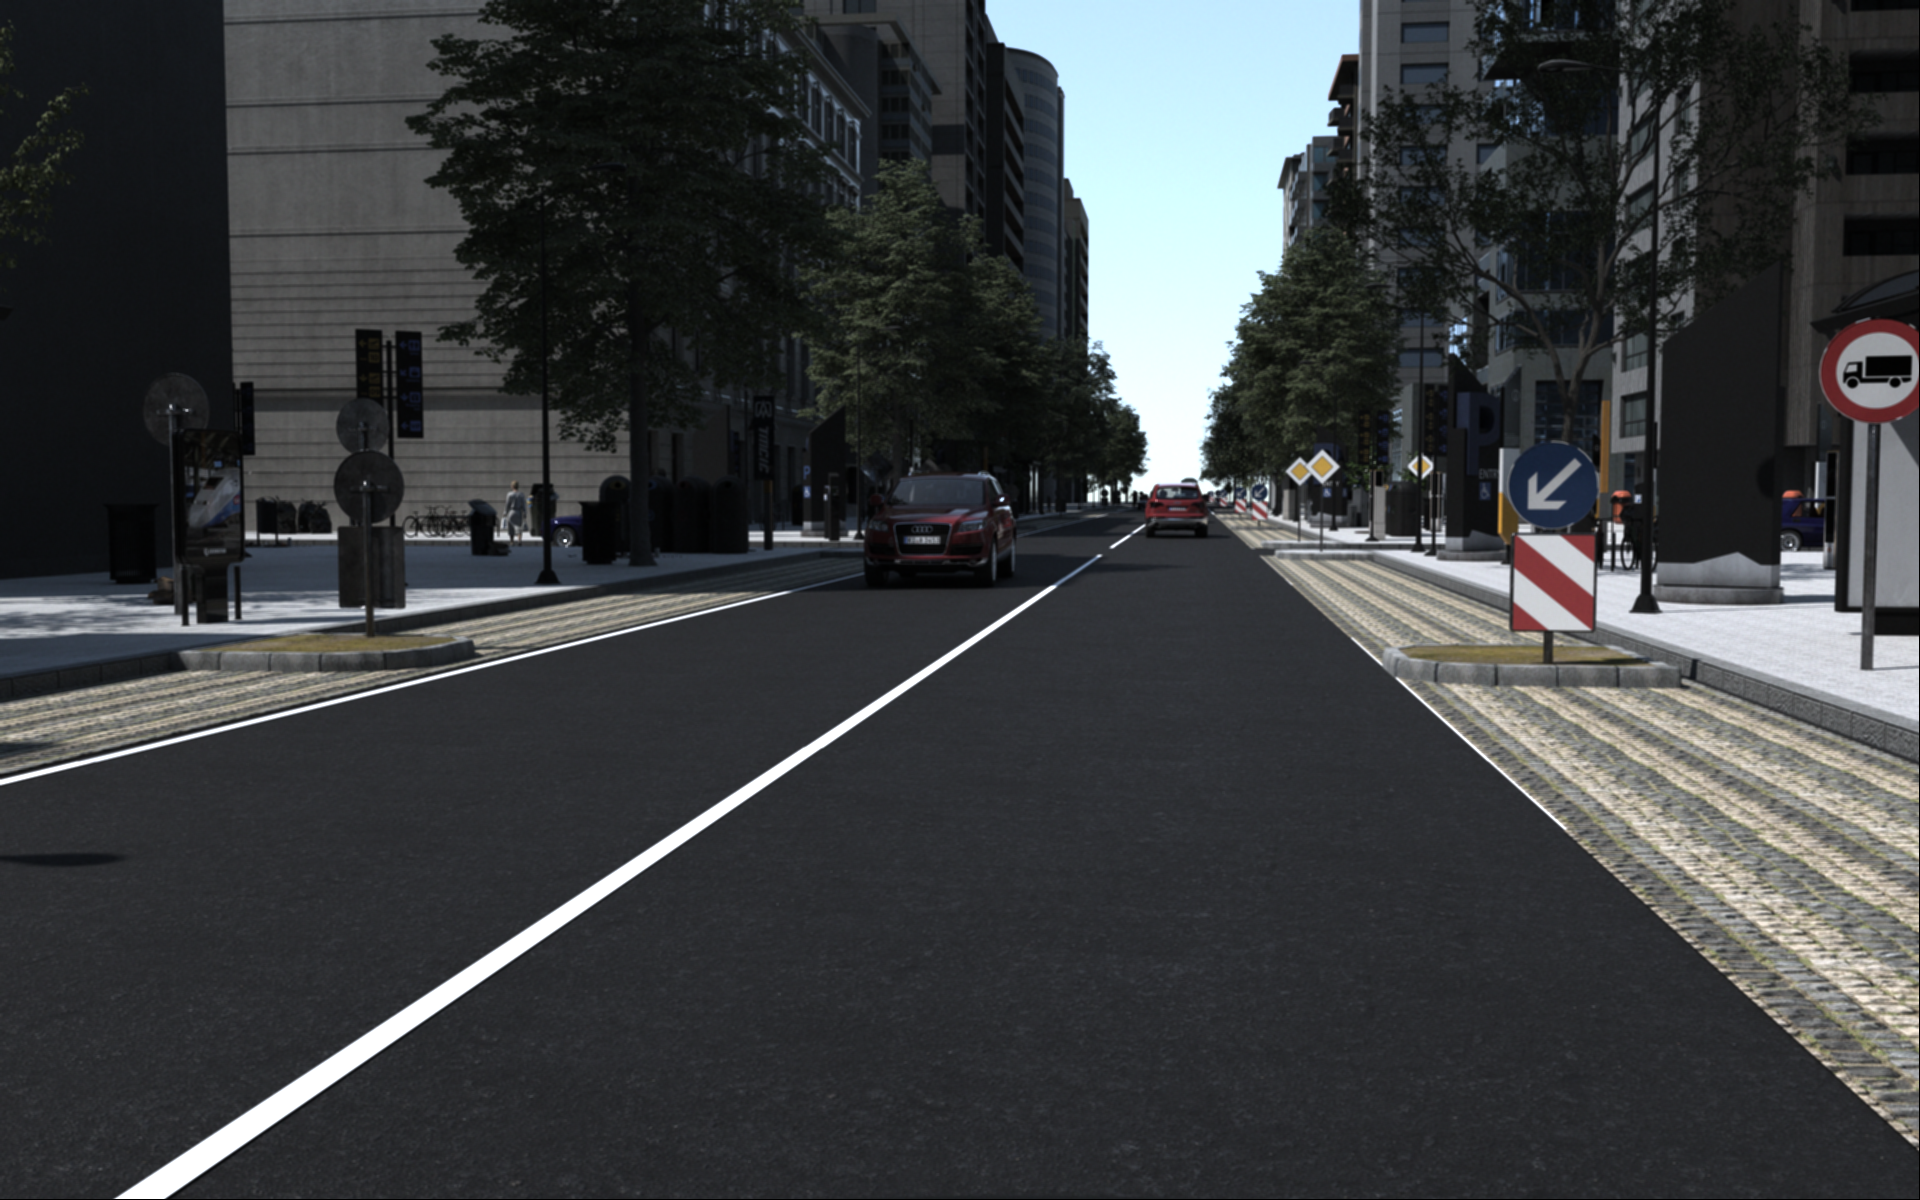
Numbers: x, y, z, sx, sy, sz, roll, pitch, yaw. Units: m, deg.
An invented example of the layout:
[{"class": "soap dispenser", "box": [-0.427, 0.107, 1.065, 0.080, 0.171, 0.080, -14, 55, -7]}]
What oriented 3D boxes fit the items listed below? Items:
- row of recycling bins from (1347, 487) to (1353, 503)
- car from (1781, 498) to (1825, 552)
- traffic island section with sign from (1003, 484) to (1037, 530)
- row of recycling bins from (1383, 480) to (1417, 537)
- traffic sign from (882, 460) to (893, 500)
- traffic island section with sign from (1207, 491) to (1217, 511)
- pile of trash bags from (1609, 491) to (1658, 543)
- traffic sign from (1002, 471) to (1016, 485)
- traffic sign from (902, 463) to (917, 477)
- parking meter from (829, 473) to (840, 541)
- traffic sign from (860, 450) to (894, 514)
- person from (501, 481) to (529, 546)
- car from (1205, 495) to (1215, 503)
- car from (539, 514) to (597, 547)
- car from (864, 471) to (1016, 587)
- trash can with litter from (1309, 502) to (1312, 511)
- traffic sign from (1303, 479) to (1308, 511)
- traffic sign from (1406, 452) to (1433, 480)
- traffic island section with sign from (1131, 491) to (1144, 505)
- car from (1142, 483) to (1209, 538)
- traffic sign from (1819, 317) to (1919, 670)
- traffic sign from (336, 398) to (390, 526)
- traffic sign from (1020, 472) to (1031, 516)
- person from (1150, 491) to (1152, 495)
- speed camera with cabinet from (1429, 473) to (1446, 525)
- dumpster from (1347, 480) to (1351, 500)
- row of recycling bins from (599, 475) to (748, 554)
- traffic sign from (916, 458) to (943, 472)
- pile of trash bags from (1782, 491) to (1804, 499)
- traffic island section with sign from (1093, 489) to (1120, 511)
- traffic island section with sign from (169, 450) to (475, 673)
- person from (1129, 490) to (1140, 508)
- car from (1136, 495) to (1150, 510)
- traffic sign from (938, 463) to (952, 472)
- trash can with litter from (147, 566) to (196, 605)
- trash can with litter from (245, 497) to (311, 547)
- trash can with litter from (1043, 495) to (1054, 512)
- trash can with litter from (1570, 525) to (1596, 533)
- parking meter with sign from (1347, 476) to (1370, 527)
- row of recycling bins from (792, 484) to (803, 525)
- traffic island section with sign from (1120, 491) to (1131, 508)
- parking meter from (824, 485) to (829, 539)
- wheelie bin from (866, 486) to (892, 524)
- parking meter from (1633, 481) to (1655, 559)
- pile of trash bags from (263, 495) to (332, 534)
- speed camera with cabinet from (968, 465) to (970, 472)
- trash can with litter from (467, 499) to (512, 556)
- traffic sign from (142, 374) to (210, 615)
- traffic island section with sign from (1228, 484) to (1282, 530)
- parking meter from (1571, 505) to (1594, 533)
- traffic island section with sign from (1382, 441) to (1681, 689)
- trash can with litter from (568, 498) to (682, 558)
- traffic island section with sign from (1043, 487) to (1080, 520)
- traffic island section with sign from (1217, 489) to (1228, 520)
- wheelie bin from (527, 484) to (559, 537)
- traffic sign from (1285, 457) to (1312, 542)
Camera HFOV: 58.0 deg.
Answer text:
[{"class": "row of recycling bins", "box": [20.332, -5.009, 89.010, 3.534, 1.692, 1.069, 3, 4, 37]}, {"class": "car", "box": [20.731, -1.738, 41.003, 3.894, 1.354, 1.945, 1, 4, 8]}, {"class": "traffic island section with sign", "box": [2.097, -3.763, 70.148, 1.989, 1.847, 2.006, 0, 4, 8]}, {"class": "row of recycling bins", "box": [13.683, -2.847, 53.669, 1.069, 1.692, 3.534, 0, 4, 7]}, {"class": "traffic sign", "box": [-2.722, -3.885, 63.633, 0.768, 2.556, 0.104, 1, 4, 10]}, {"class": "traffic island section with sign", "box": [21.991, -8.363, 145.358, 1.989, 1.847, 2.006, 0, 4, 8]}, {"class": "pile of trash bags", "box": [18.456, -2.231, 46.226, 1.912, 1.369, 3.447, -1, 4, -13]}, {"class": "traffic sign", "box": [2.651, -5.740, 93.959, 0.768, 2.556, 0.104, 1, 4, 16]}, {"class": "traffic sign", "box": [-2.107, -4.369, 71.547, 0.768, 2.556, 0.104, 1, 4, 13]}, {"class": "parking meter", "box": [-3.437, -2.543, 47.292, 0.255, 1.863, 0.399, -1, 4, -13]}, {"class": "traffic sign", "box": [-1.917, -2.213, 39.821, 0.795, 2.450, 0.064, 0, 4, 8]}, {"class": "person", "box": [-11.600, -2.215, 45.076, 0.694, 1.780, 0.624, -1, 4, -10]}, {"class": "car", "box": [38.875, -15.922, 270.110, 2.009, 1.686, 4.222, 0, 4, 7]}, {"class": "car", "box": [-8.893, -1.996, 45.212, 3.894, 1.354, 1.945, 0, 4, 7]}, {"class": "car", "box": [-0.249, -1.216, 28.553, 2.281, 1.827, 5.304, 0, 4, 7]}, {"class": "trash can with litter", "box": [14.637, -3.566, 69.688, 1.055, 1.170, 0.624, 0, 4, -5]}, {"class": "traffic sign", "box": [18.432, -5.642, 92.349, 0.768, 2.556, 0.104, 1, 4, 13]}, {"class": "traffic sign", "box": [12.561, -2.815, 47.216, 0.795, 2.450, 0.064, 1, 4, 12]}, {"class": "traffic island section with sign", "box": [23.269, -13.467, 228.810, 1.989, 1.847, 2.006, 0, 4, 8]}, {"class": "car", "box": [7.262, -3.038, 58.339, 2.281, 1.827, 5.304, 0, 4, 6]}, {"class": "traffic sign", "box": [6.617, -0.762, 12.562, 0.768, 2.556, 0.104, 1, 4, 16]}, {"class": "traffic sign", "box": [-7.937, -1.401, 23.015, 0.768, 2.556, 0.104, 1, 4, 11]}, {"class": "traffic sign", "box": [3.713, -6.078, 99.483, 0.768, 2.556, 0.104, 1, 4, 12]}, {"class": "person", "box": [29.873, -16.041, 270.398, 0.705, 1.869, 1.348, 2, 4, 24]}, {"class": "speed camera with cabinet", "box": [20.045, -4.782, 72.527, 0.660, 3.252, 2.038, 1, 4, 20]}, {"class": "dumpster", "box": [17.206, -4.737, 79.950, 1.502, 2.255, 1.985, 0, 4, 8]}, {"class": "row of recycling bins", "box": [-6.285, -1.886, 37.947, 3.534, 1.692, 1.069, 1, 4, 17]}, {"class": "traffic sign", "box": [-0.861, -2.697, 47.736, 0.795, 2.450, 0.064, 0, 4, 8]}, {"class": "pile of trash bags", "box": [23.204, -2.252, 46.566, 3.447, 1.369, 1.912, -2, 4, -34]}, {"class": "traffic island section with sign", "box": [12.290, -8.431, 146.474, 1.989, 1.847, 2.006, 0, 4, 8]}, {"class": "traffic island section with sign", "box": [-5.289, -0.377, 14.786, 1.989, 1.847, 2.006, 0, 4, 8]}, {"class": "person", "box": [18.062, -10.456, 179.425, 1.348, 1.831, 0.705, 2, 4, 32]}, {"class": "car", "box": [17.195, -8.957, 159.025, 1.945, 1.354, 3.894, 0, 4, 7]}, {"class": "traffic sign", "box": [-0.711, -4.402, 72.077, 0.768, 2.556, 0.104, 1, 4, 13]}, {"class": "trash can with litter", "box": [-9.057, -0.556, 20.473, 0.624, 1.170, 1.055, 1, 4, 14]}, {"class": "trash can with litter", "box": [-17.143, -1.901, 42.133, 2.233, 1.210, 1.678, 1, 4, 12]}, {"class": "trash can with litter", "box": [6.387, -6.751, 121.430, 1.678, 1.210, 2.233, 1, 4, 8]}, {"class": "trash can with litter", "box": [18.118, -2.394, 50.537, 1.055, 1.170, 0.624, 0, 4, 2]}, {"class": "parking meter with sign", "box": [15.691, -4.379, 67.863, 0.543, 3.016, 1.738, 3, 5, 42]}, {"class": "row of recycling bins", "box": [-6.065, -3.887, 70.671, 1.069, 1.692, 3.534, -1, 4, -19]}, {"class": "traffic island section with sign", "box": [15.853, -10.065, 173.193, 1.989, 1.847, 2.006, 0, 4, 8]}, {"class": "parking meter", "box": [-3.728, -2.538, 49.914, 0.372, 1.533, 0.369, 0, 3, 0]}, {"class": "wheelie bin", "box": [-3.401, -3.838, 70.665, 0.980, 1.594, 0.693, 2, 4, 24]}, {"class": "parking meter", "box": [13.450, -1.569, 34.072, 0.372, 1.533, 0.369, 0, 3, 0]}, {"class": "pile of trash bags", "box": [-22.179, -2.830, 56.028, 3.447, 1.369, 1.912, -2, 4, -26]}, {"class": "speed camera with cabinet", "box": [0.203, -7.585, 118.357, 0.660, 3.252, 2.038, -1, 4, -20]}, {"class": "trash can with litter", "box": [-9.801, -1.519, 36.222, 1.055, 1.170, 0.624, 2, 4, 35]}, {"class": "traffic sign", "box": [-8.307, -1.115, 18.338, 0.768, 2.556, 0.104, 0, 4, 8]}, {"class": "traffic island section with sign", "box": [11.827, -3.705, 69.209, 1.989, 1.847, 2.006, 0, 4, 8]}, {"class": "parking meter", "box": [11.961, -1.684, 33.252, 0.399, 1.863, 0.255, 1, 4, 17]}, {"class": "traffic island section with sign", "box": [4.426, -0.312, 13.733, 1.989, 1.847, 2.006, 0, 4, 8]}, {"class": "trash can with litter", "box": [-6.902, -1.471, 35.109, 2.233, 1.210, 1.678, 2, 4, 27]}, {"class": "traffic island section with sign", "box": [5.697, -5.410, 97.085, 1.989, 1.847, 2.006, 0, 4, 8]}, {"class": "traffic island section with sign", "box": [15.398, -5.339, 95.928, 1.989, 1.847, 2.006, 0, 4, 8]}, {"class": "wheelie bin", "box": [-12.556, -2.717, 52.330, 0.980, 1.594, 0.693, -3, 4, -36]}, {"class": "traffic sign", "box": [9.093, -2.615, 46.392, 0.795, 2.450, 0.064, 0, 4, 8]}]
